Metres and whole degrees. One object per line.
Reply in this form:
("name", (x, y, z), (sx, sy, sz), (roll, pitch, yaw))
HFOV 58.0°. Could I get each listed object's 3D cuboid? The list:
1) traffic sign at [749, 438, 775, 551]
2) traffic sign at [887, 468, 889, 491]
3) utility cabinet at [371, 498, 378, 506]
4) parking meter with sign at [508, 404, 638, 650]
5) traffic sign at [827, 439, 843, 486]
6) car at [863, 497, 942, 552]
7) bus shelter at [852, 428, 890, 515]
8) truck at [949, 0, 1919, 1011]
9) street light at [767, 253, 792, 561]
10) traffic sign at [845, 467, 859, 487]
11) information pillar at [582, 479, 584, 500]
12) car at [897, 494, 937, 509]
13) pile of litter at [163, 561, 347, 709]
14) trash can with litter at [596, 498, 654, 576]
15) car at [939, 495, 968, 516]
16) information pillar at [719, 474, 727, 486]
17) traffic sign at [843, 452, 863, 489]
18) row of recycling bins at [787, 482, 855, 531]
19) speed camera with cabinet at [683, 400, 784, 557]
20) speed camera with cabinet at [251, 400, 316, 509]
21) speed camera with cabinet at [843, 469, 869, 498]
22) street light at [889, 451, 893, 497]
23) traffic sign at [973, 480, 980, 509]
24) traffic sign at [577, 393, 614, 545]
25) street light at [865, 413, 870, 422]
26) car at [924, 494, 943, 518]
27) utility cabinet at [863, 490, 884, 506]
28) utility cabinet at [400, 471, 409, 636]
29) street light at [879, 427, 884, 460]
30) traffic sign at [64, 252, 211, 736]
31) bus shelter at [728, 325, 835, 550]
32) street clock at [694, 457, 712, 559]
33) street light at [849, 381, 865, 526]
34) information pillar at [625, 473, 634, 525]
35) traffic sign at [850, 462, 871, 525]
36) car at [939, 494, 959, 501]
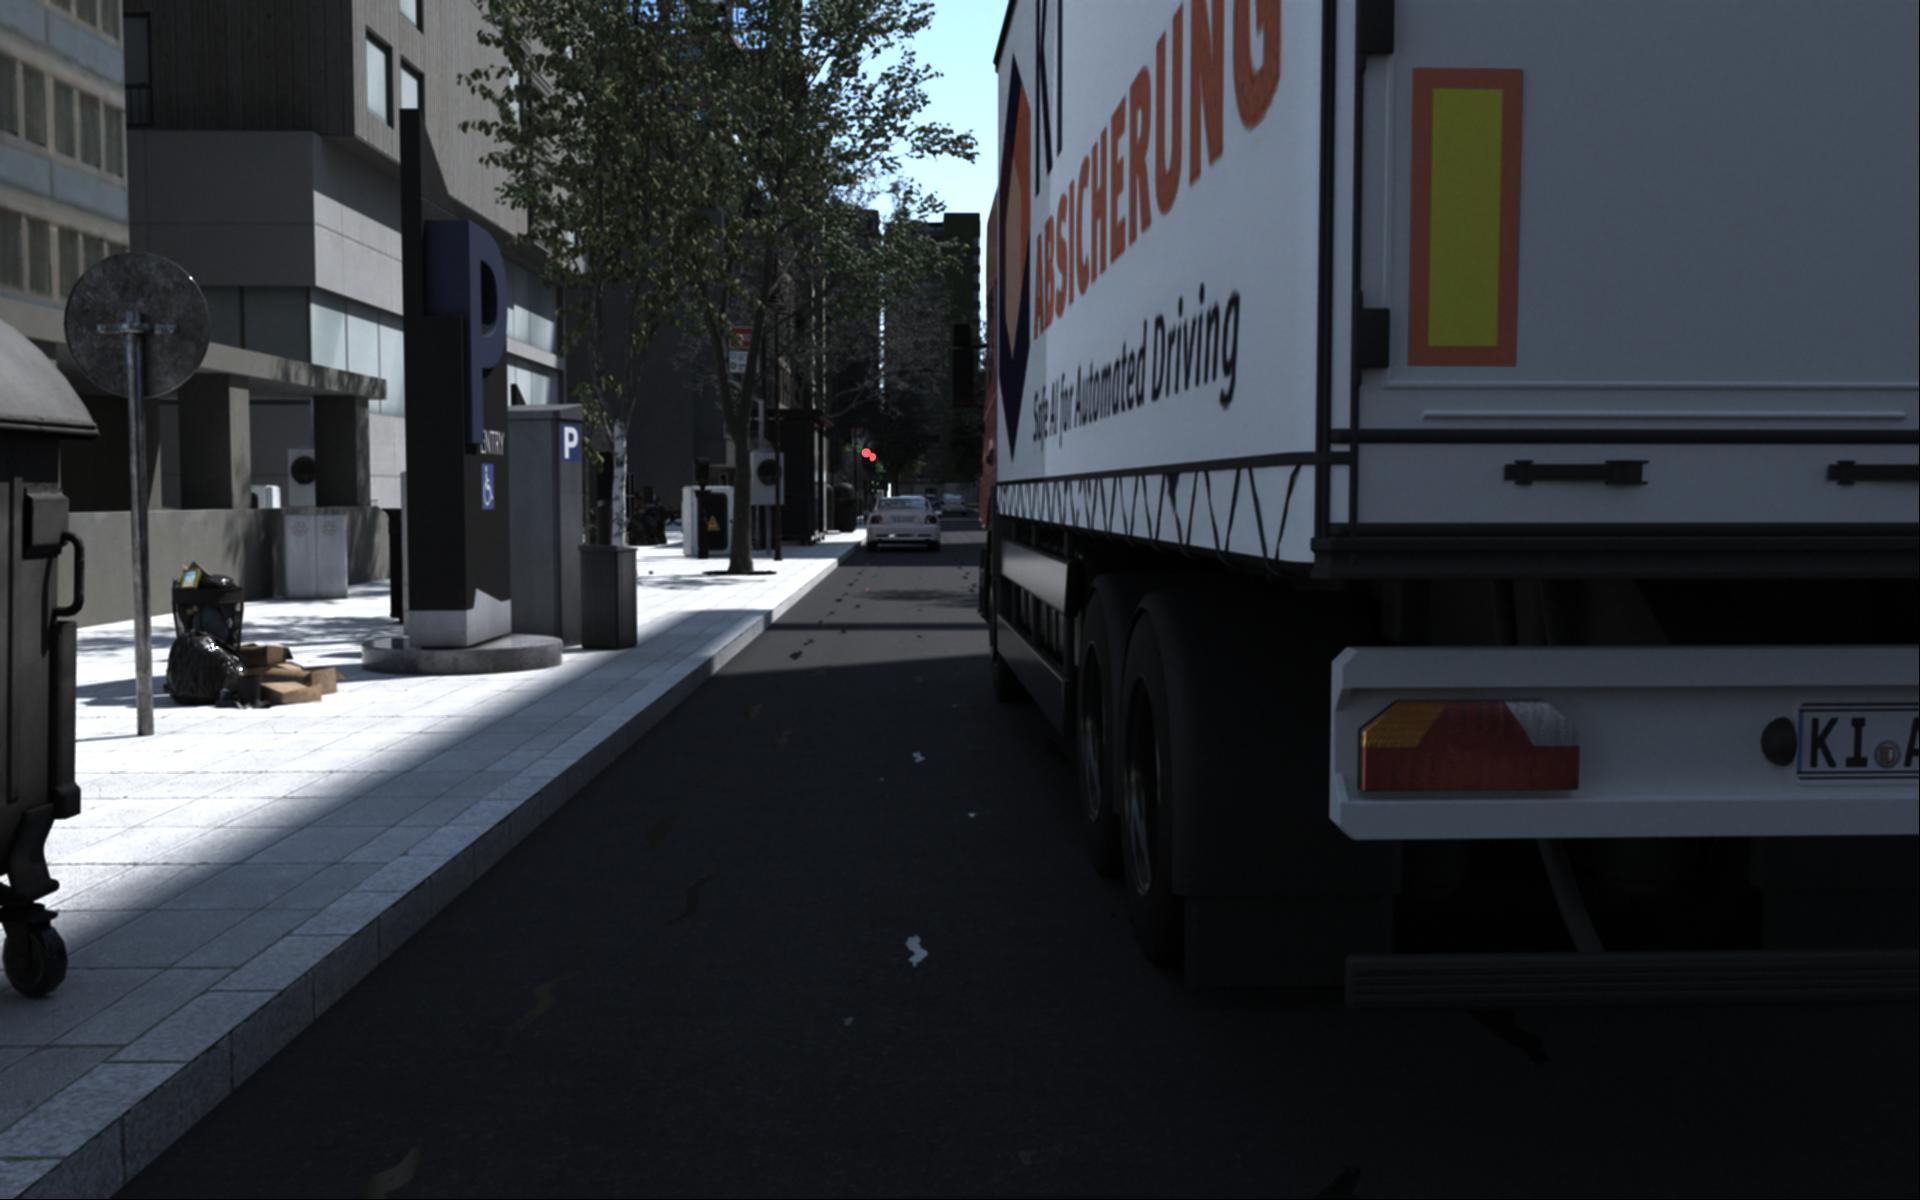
("traffic sign", (-4.551, -2.380, 39.014), (0.768, 2.556, 0.104), (0, 4, 6))
("traffic sign", (-6.688, -8.642, 135.163), (2.265, 3.308, 0.079), (0, 4, 8))
("utility cabinet", (-11.891, -1.410, 34.213), (0.306, 1.237, 1.020), (1, 4, 14))
("parking meter with sign", (-3.567, -1.120, 14.571), (1.738, 3.016, 0.543), (1, 4, 18))
("traffic sign", (-5.397, -4.263, 63.577), (2.265, 3.308, 0.079), (0, 4, 8))
("car", (-1.475, -1.973, 44.624), (2.083, 1.381, 4.827), (0, 4, -3))
("bus shelter", (-5.554, -7.986, 108.205), (2.179, 5.291, 8.768), (0, 4, -1))
("truck", (1.549, -1.203, 8.590), (2.839, 4.237, 11.283), (0, 4, -3))
("street light", (-3.520, -3.703, 33.340), (0.468, 5.910, 1.993), (0, 4, -1))
("traffic sign", (-5.081, -5.035, 82.421), (0.768, 2.556, 0.104), (0, 4, 6))
("information pillar", (-19.049, -5.045, 86.971), (0.304, 2.012, 0.304), (1, 4, 14))
("car", (-1.922, -3.651, 69.484), (2.009, 1.686, 4.222), (0, 4, -2))
("pile of litter", (-4.562, 0.174, 11.127), (1.176, 0.858, 1.719), (-1, 4, -10))
("trash can with litter", (-5.651, -0.994, 27.313), (1.678, 1.210, 2.233), (-1, 4, -21))
("car", (-0.494, -6.399, 116.988), (2.083, 1.381, 4.827), (0, 4, -1))
("information pillar", (-8.661, -3.602, 63.384), (0.304, 2.012, 0.304), (0, 4, -6))
("traffic sign", (-5.833, -5.510, 83.964), (2.265, 3.308, 0.079), (0, 4, 3))
("row of recycling bins", (-5.227, -3.285, 60.828), (3.534, 1.692, 1.069), (-2, 4, -35))
("speed camera with cabinet", (-4.693, -2.543, 35.913), (2.038, 3.252, 0.660), (-2, 4, -27))
("speed camera with cabinet", (-13.289, -2.404, 33.639), (2.038, 3.252, 0.660), (0, 4, 2))
("speed camera with cabinet", (-5.802, -5.973, 91.995), (2.038, 3.252, 0.660), (2, 4, 32))
("street light", (-6.080, -10.995, 152.563), (0.468, 5.910, 1.993), (0, 4, -1))
("traffic sign", (1.537, -9.295, 152.073), (0.768, 2.556, 0.104), (0, 4, 3))
("traffic sign", (-4.676, -1.327, 21.703), (0.884, 2.594, 0.081), (0, 4, 1))
("street light", (-4.442, -6.588, 80.493), (0.468, 5.910, 1.993), (0, 4, -1))
("car", (-2.029, -5.591, 103.416), (2.014, 1.417, 4.499), (0, 4, 0))
("utility cabinet", (-4.941, -5.498, 98.565), (1.173, 1.500, 0.318), (1, 4, 10))
("utility cabinet", (-4.443, -0.430, 15.718), (1.173, 1.500, 0.318), (-3, 5, -40))
("street light", (-5.310, -8.791, 116.527), (0.468, 5.910, 1.993), (0, 4, -1))
("traffic sign", (-4.334, -0.552, 9.138), (0.768, 2.556, 0.104), (0, 4, 0))
("bus shelter", (-4.486, -4.058, 43.978), (2.179, 5.291, 8.768), (0, 4, -1))
("street clock", (-5.076, -1.811, 34.184), (0.358, 2.002, 0.471), (-1, 4, -14))
("street light", (-4.195, -5.908, 69.378), (0.468, 5.910, 1.993), (0, 4, -1))
("information pillar", (-11.490, -3.398, 60.043), (0.304, 2.012, 0.304), (1, 4, 17))
("traffic sign", (-4.067, -4.322, 70.661), (0.884, 2.594, 0.081), (0, 4, 5))
("car", (-0.715, -7.944, 138.683), (1.959, 1.807, 4.718), (0, 4, 0))
